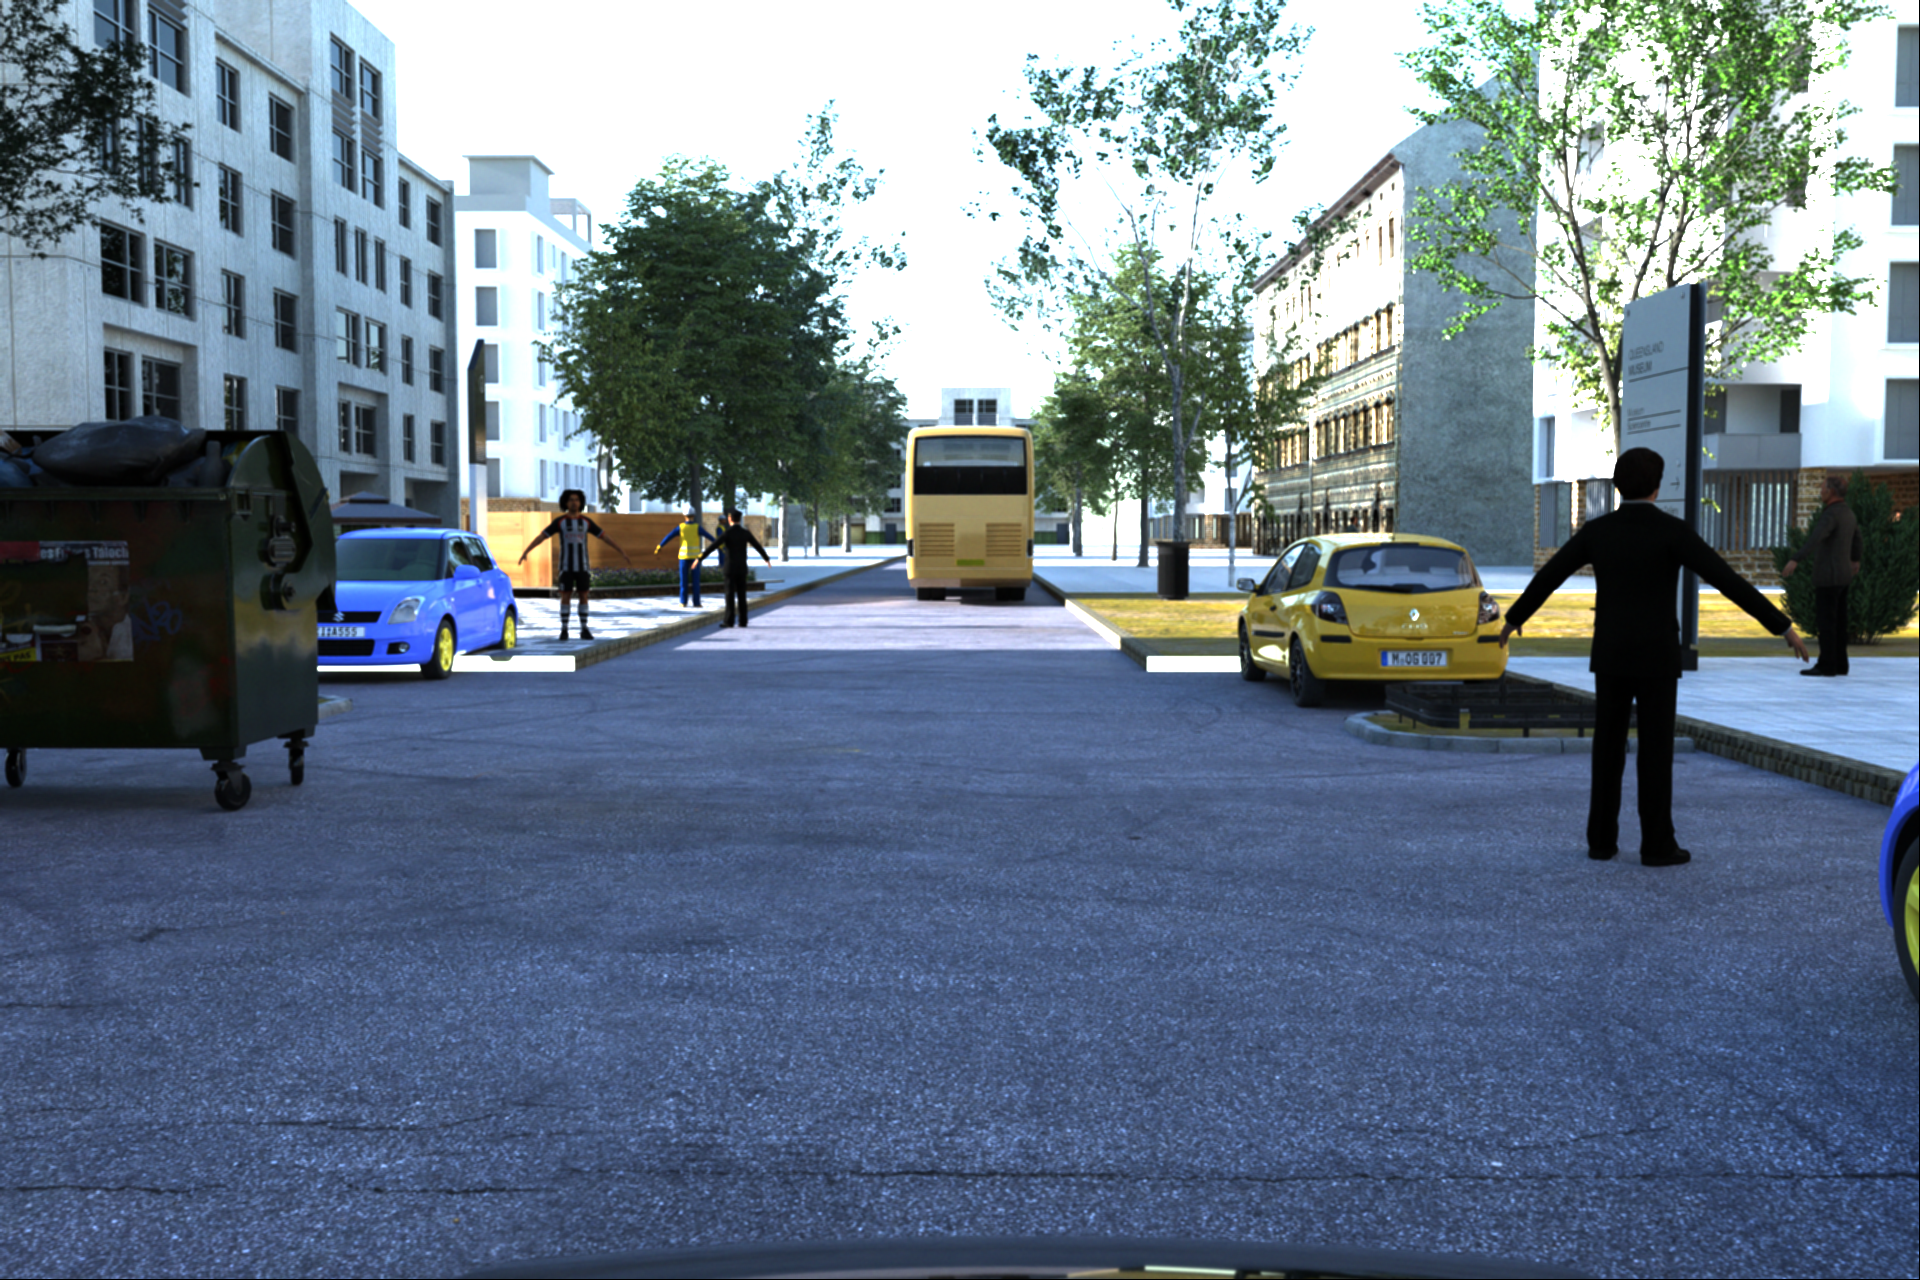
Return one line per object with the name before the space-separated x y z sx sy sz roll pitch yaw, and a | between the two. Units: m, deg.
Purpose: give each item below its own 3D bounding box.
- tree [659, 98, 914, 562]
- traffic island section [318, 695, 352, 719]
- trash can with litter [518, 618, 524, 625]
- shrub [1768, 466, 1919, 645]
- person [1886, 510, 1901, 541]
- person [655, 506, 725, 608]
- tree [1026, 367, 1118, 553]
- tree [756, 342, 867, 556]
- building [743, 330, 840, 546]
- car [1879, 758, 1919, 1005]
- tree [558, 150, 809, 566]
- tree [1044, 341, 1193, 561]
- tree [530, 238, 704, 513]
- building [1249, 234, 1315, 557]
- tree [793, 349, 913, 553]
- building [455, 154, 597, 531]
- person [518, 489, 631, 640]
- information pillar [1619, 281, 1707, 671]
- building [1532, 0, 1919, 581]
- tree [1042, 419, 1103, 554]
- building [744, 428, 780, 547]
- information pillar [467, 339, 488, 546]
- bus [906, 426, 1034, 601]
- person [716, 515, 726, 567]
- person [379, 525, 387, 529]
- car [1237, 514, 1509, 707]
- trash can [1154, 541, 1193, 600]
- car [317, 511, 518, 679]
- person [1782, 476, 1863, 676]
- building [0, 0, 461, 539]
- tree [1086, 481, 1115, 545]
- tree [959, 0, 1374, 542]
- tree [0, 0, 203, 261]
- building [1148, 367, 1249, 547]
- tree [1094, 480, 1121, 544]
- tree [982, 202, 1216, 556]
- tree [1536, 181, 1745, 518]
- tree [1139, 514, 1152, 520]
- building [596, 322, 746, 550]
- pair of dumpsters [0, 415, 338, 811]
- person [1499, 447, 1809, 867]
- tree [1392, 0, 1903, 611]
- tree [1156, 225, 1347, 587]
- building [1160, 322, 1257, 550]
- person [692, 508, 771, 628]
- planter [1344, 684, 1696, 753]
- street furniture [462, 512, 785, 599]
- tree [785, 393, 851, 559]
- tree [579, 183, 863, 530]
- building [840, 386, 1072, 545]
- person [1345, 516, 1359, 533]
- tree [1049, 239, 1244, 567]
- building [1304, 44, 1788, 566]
tree | -7.797 -13.526 77.046 12.611 20.169 13.585 0 3 0
traffic island section | -5.954 0.564 13.653 1.991 0.108 1.994 0 4 1
trash can with litter | -6.428 -0.733 23.365 1.055 1.170 0.624 0 4 0
shrub | 10.407 -0.991 20.239 1.661 2.075 1.752 0 3 0
person | 20.968 -1.997 38.792 1.346 1.812 0.704 -3 5 -44
person | -4.722 -1.459 30.312 1.216 1.772 0.721 0 4 -5
tree | 7.494 -12.212 117.801 7.486 12.596 7.792 0 3 0
tree | -8.852 -11.237 101.859 7.486 12.596 7.792 0 3 0
building | -23.087 -21.957 189.928 19.493 23.208 18.063 0 4 0
car | 3.650 0.350 3.875 1.945 1.707 3.694 0 4 1
tree | -8.401 -8.196 52.124 7.486 12.596 7.792 0 3 0
tree | 7.647 -9.032 82.088 7.601 10.594 8.767 -1 4 -10
tree | -8.787 -5.740 44.203 4.737 8.622 4.395 0 3 0
building | 27.232 -16.248 96.590 19.493 23.208 18.063 0 3 0
tree | -7.869 -12.958 118.522 9.857 13.997 8.962 0 3 0
building | -26.092 -14.148 87.732 16.016 20.090 11.380 0 4 -1
person | -4.692 -0.913 21.074 1.345 1.843 0.704 -1 4 -21
information pillar | 6.849 -1.569 16.977 0.184 3.620 1.656 0 4 0
building | 24.040 -12.153 55.116 16.016 20.090 11.380 0 4 1
tree | 7.130 -9.803 110.643 4.360 8.622 3.978 0 3 0
building | -23.740 -19.025 167.474 16.016 20.090 11.380 0 4 1
information pillar | -5.741 -1.792 20.652 0.183 3.616 0.504 0 4 0
bus | 0.251 -2.971 40.124 2.896 3.916 12.252 0 4 0
person | -6.783 -2.670 49.623 0.705 1.833 1.349 0 4 1
person | -17.442 -2.857 52.565 0.705 1.847 1.347 -2 4 -23
car | 3.618 -0.339 15.764 2.015 1.641 3.980 0 4 0
trash can | 4.148 -1.348 33.690 0.748 1.137 0.748 0 3 0
car | -5.891 -0.526 18.190 1.945 1.707 3.694 0 4 0
person | 7.891 -0.584 15.725 1.348 1.807 0.705 -3 4 -39
building | -28.604 -11.497 54.441 16.747 18.905 31.486 0 4 0
tree | 17.662 -15.888 210.124 4.360 8.622 3.978 0 3 0
tree | 6.287 -12.129 54.195 12.611 20.169 13.585 0 3 0
tree | -11.772 -5.013 16.374 8.767 10.594 7.601 -2 4 -34
building | 24.863 -19.917 182.061 16.016 20.090 11.380 0 4 1
tree | 18.792 -16.144 214.315 4.360 8.622 3.978 0 3 0
tree | 8.104 -14.840 98.518 12.611 20.169 13.585 0 3 0
tree | 14.106 -5.235 35.958 4.737 8.622 4.395 0 3 0
tree | 25.685 -18.058 213.382 7.486 12.596 7.792 0 3 0
building | -24.555 -17.639 144.818 16.016 20.090 11.380 0 4 0
pair of dumpsters | -5.802 -0.268 9.325 4.436 2.255 1.574 0 4 0
person | 2.972 0.065 7.588 1.347 1.806 0.705 3 5 42
tree | 11.050 -6.279 28.419 9.928 11.665 9.643 0 3 0
tree | 6.826 -5.593 41.801 4.737 8.622 4.395 0 3 0
building | 23.115 -18.251 154.828 16.016 20.090 11.380 0 3 0
person | -3.470 -1.116 26.639 1.347 1.837 0.705 -2 4 -35
planter | 3.811 0.540 12.313 1.991 0.319 1.994 0 4 -1
street furniture | -7.497 -1.907 38.041 9.812 1.723 11.010 2 4 28
tree | -7.702 -8.481 89.030 4.737 8.622 4.395 0 3 0
tree | -8.426 -9.517 62.259 9.857 13.997 8.962 0 3 0
building | -1.759 -21.138 214.525 31.486 18.905 16.747 0 4 4
person | 11.520 -2.716 50.681 0.705 1.796 1.348 -1 4 -20
tree | 7.196 -9.141 67.586 7.486 12.596 7.792 0 3 0
building | 26.715 -15.061 77.169 19.493 23.208 18.063 0 4 1
